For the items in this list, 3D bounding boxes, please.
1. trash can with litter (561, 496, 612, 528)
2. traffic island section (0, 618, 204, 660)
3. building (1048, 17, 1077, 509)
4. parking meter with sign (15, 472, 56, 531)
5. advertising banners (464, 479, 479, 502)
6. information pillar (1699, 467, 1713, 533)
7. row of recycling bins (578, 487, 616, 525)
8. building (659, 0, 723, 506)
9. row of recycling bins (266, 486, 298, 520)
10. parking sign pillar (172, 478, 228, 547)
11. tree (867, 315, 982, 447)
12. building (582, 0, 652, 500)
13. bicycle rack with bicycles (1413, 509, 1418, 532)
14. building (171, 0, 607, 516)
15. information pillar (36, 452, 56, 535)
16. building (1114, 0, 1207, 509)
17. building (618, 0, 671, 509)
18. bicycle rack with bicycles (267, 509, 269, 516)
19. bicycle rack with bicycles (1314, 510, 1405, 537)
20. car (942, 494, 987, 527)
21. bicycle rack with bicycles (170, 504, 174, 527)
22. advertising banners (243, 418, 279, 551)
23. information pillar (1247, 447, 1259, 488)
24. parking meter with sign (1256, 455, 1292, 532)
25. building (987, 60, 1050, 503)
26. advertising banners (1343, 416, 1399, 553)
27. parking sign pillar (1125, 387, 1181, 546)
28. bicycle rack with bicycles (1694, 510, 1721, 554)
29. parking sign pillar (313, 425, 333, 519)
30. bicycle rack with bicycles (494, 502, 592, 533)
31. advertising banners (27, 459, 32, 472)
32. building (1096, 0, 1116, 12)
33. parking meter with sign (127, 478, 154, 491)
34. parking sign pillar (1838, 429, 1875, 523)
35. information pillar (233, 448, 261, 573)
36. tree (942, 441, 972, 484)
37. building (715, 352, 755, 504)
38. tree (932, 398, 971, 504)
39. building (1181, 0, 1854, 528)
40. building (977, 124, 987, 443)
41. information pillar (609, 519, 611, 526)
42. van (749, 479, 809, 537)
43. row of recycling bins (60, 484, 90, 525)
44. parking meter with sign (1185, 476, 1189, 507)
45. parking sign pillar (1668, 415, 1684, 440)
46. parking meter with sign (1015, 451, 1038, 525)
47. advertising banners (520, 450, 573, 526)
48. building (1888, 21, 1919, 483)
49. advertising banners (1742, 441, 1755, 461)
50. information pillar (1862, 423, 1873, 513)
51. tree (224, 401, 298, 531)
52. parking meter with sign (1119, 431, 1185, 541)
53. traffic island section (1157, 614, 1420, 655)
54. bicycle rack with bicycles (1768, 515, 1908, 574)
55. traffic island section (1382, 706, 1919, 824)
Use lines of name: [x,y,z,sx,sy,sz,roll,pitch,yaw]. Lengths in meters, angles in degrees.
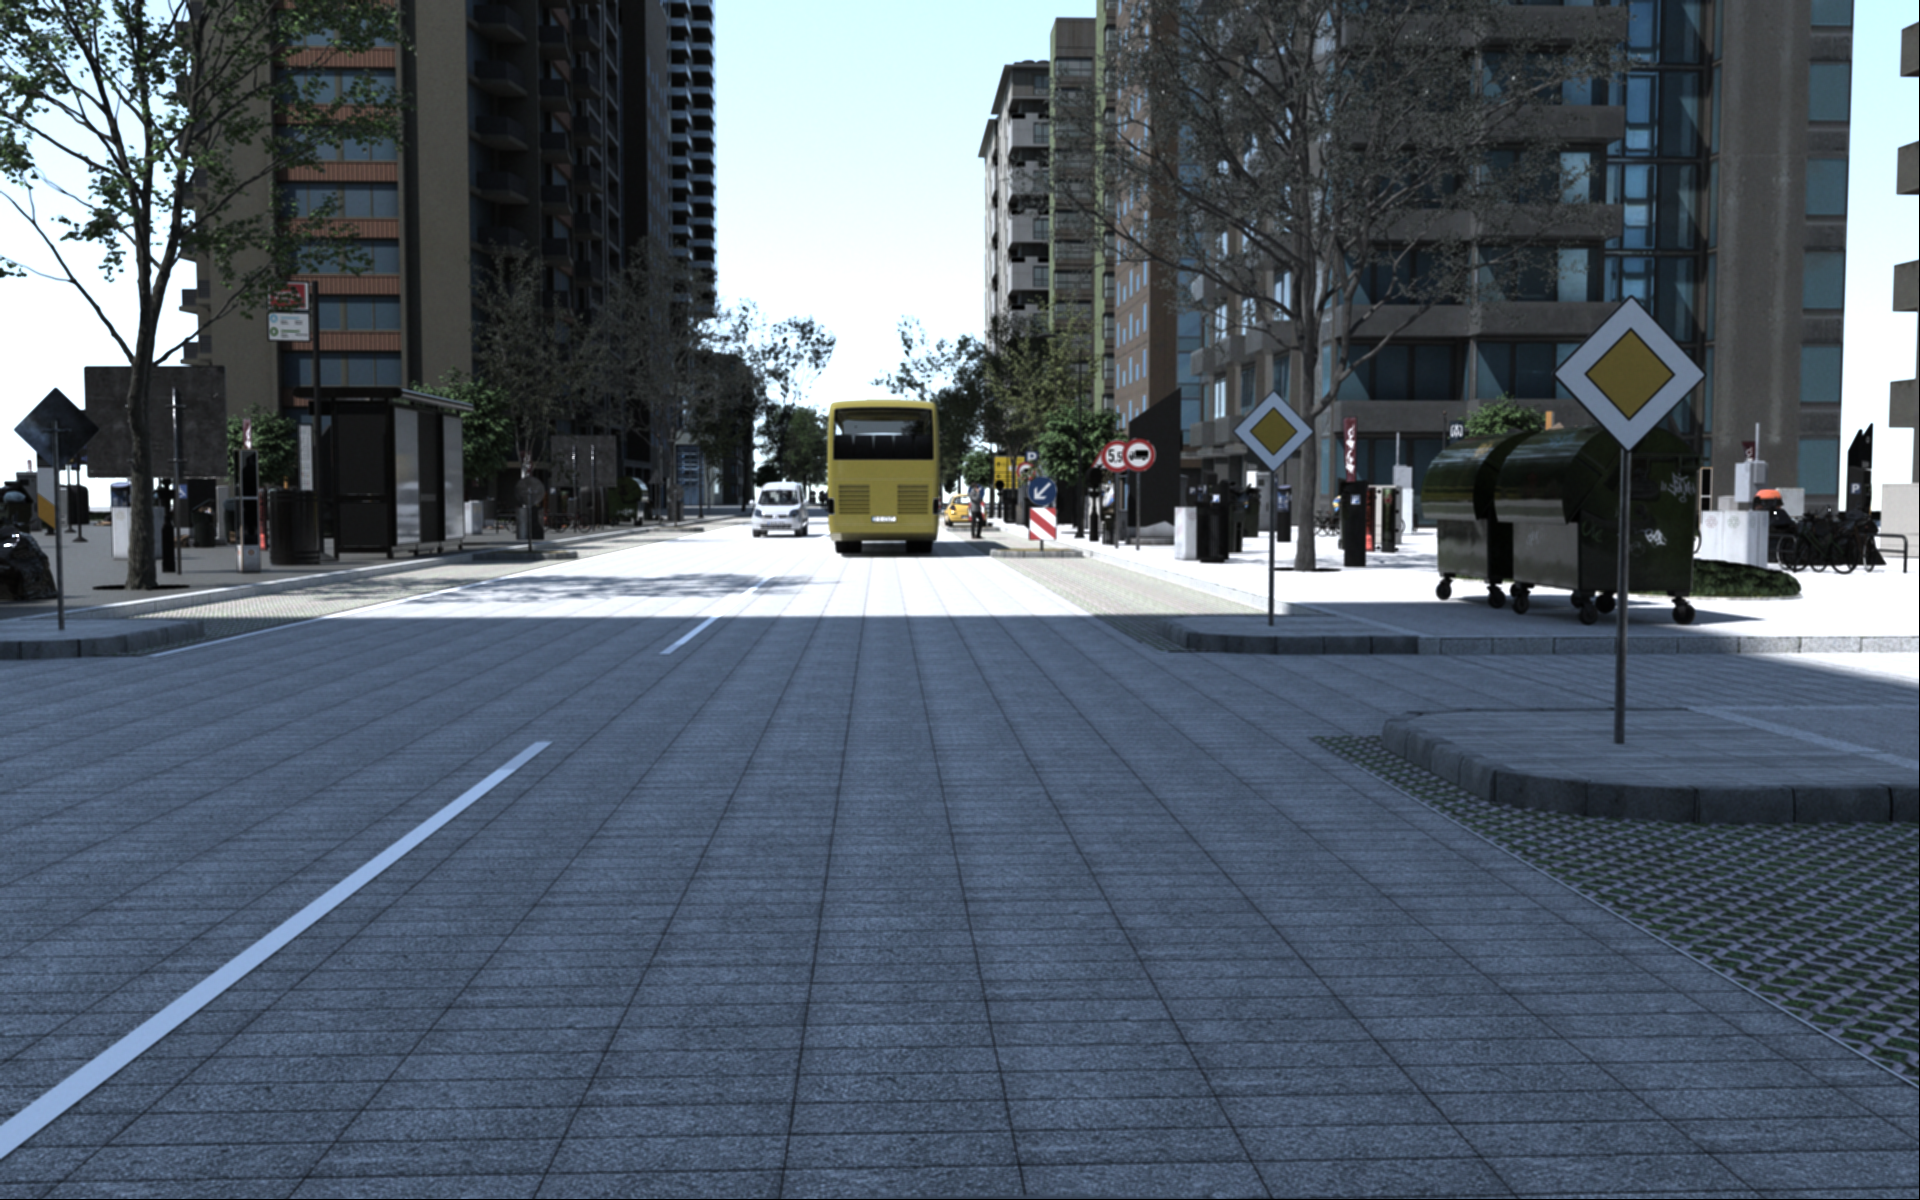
trash can with litter: [-14.177,-3.291,64.870,2.233,1.210,1.678,1,4,16]
traffic island section: [-8.525,0.360,16.393,2.009,0.180,2.903,0,4,-3]
building: [14.692,-28.710,153.005,14.154,41.232,14.086,0,4,-3]
parking meter with sign: [-32.045,-3.872,59.574,1.738,3.016,0.543,-1,4,-14]
advertising banners: [-17.562,-3.982,61.288,0.090,3.025,2.074,1,4,19]
information pillar: [20.663,-2.659,47.971,0.304,2.012,0.304,2,4,27]
row of recycling bins: [-15.115,-3.992,72.375,1.069,1.692,3.534,0,4,2]
building: [-37.873,-53.994,195.471,22.319,86.520,31.000,0,4,-3]
row of recycling bins: [-33.757,-4.846,86.337,1.069,1.692,3.534,0,4,4]
parking sign pillar: [-18.984,-3.330,42.923,1.447,3.967,1.447,0,4,6]
tree: [-3.902,-20.110,184.682,12.611,20.169,13.585,0,3,0]
building: [-34.092,-42.216,128.487,20.563,71.187,20.611,0,4,-3]
bicycle rack with bicycles: [14.449,-2.831,59.666,2.852,0.926,2.925,0,4,7]
building: [-33.773,-27.500,104.242,22.147,44.769,28.867,0,4,-3]
information pillar: [-28.470,-3.829,53.953,0.504,3.616,0.183,-2,4,-29]
building: [16.804,-27.524,100.128,14.600,45.320,14.200,0,4,-3]
building: [-32.472,-30.378,146.792,14.600,45.320,14.200,0,4,-3]
bicycle rack with bicycles: [-29.247,-3.880,76.816,2.852,0.926,2.925,2,4,32]
bicycle rack with bicycles: [11.621,-2.387,52.405,2.925,0.926,2.852,3,5,39]
car: [0.235,-4.069,76.757,2.015,1.641,3.980,0,4,-3]
bicycle rack with bicycles: [-29.072,-3.161,65.071,2.925,0.926,2.852,-3,5,-44]
advertising banners: [-15.861,-2.639,39.338,0.090,3.025,2.074,-3,5,-43]
information pillar: [10.524,-4.330,62.150,0.183,3.616,0.504,-3,5,-44]
parking meter with sign: [10.495,-3.848,59.177,0.543,3.016,1.738,-3,4,-36]
building: [18.820,-37.945,209.642,28.713,52.752,27.495,0,4,-3]
advertising banners: [9.094,-2.585,38.454,0.090,3.025,2.074,-1,4,-22]
parking sign pillar: [4.902,-3.381,43.758,1.447,3.967,1.447,0,4,1]
bicycle rack with bicycles: [16.295,-1.523,38.286,2.852,0.926,2.925,1,4,19]
parking sign pillar: [-24.706,-4.786,66.718,1.447,3.967,1.447,1,4,9]
bicycle rack with bicycles: [-13.990,-2.673,57.087,2.925,0.926,2.852,2,4,32]
advertising banners: [-47.491,-5.604,87.818,2.074,3.025,0.090,3,4,39]
building: [15.720,-26.362,114.612,14.154,41.232,14.086,0,4,-3]
parking meter with sign: [-36.959,-4.980,77.689,0.543,3.016,1.738,2,4,33]
parking sign pillar: [37.526,-5.134,72.420,1.447,3.967,1.447,1,4,9]
information pillar: [-11.567,-1.444,28.104,0.304,2.012,0.304,-3,5,-40]
tree: [-3.186,-18.435,218.420,9.611,12.733,9.660,0,3,0]
building: [-41.911,-23.387,227.422,27.650,21.520,28.899,0,4,-3]
tree: [-2.371,-17.451,203.453,7.486,12.596,7.792,0,3,0]
building: [22.752,-27.942,76.461,23.786,49.044,30.456,0,4,-3]
building: [17.444,-39.680,238.006,28.713,52.752,27.495,0,4,-3]
information pillar: [-14.247,-4.850,70.657,0.183,3.616,0.504,0,4,-8]
van: [-6.090,-3.168,58.800,2.013,2.044,4.112,0,4,-1]
row of recycling bins: [-37.868,-4.052,73.356,1.069,1.692,3.534,0,4,-5]
parking meter with sign: [8.638,-4.386,67.974,0.543,3.016,1.738,3,5,43]
parking sign pillar: [24.141,-4.302,58.814,1.447,3.967,1.447,0,4,5]
parking meter with sign: [2.692,-4.597,71.416,0.543,3.016,1.738,-1,4,-15]
advertising banners: [-16.611,-4.484,69.507,2.074,3.025,0.090,-1,4,-22]
building: [32.206,-25.089,33.912,21.600,48.544,21.300,0,4,-3]
advertising banners: [26.898,-3.760,57.666,2.074,3.025,0.090,-1,4,-12]
information pillar: [29.897,-4.022,57.111,0.183,3.616,0.504,0,4,-2]
tree: [-24.813,-4.743,61.263,4.285,4.588,4.351,0,3,0]
parking meter with sign: [5.198,-3.140,47.603,1.738,3.016,0.543,-1,4,-13]
traffic island section: [3.054,0.329,16.908,2.009,0.180,2.903,0,4,-3]
bicycle rack with bicycles: [14.356,-0.946,28.843,2.852,0.926,2.925,0,4,3]
traffic island section: [3.414,0.816,8.931,2.009,0.180,2.903,0,4,-3]
